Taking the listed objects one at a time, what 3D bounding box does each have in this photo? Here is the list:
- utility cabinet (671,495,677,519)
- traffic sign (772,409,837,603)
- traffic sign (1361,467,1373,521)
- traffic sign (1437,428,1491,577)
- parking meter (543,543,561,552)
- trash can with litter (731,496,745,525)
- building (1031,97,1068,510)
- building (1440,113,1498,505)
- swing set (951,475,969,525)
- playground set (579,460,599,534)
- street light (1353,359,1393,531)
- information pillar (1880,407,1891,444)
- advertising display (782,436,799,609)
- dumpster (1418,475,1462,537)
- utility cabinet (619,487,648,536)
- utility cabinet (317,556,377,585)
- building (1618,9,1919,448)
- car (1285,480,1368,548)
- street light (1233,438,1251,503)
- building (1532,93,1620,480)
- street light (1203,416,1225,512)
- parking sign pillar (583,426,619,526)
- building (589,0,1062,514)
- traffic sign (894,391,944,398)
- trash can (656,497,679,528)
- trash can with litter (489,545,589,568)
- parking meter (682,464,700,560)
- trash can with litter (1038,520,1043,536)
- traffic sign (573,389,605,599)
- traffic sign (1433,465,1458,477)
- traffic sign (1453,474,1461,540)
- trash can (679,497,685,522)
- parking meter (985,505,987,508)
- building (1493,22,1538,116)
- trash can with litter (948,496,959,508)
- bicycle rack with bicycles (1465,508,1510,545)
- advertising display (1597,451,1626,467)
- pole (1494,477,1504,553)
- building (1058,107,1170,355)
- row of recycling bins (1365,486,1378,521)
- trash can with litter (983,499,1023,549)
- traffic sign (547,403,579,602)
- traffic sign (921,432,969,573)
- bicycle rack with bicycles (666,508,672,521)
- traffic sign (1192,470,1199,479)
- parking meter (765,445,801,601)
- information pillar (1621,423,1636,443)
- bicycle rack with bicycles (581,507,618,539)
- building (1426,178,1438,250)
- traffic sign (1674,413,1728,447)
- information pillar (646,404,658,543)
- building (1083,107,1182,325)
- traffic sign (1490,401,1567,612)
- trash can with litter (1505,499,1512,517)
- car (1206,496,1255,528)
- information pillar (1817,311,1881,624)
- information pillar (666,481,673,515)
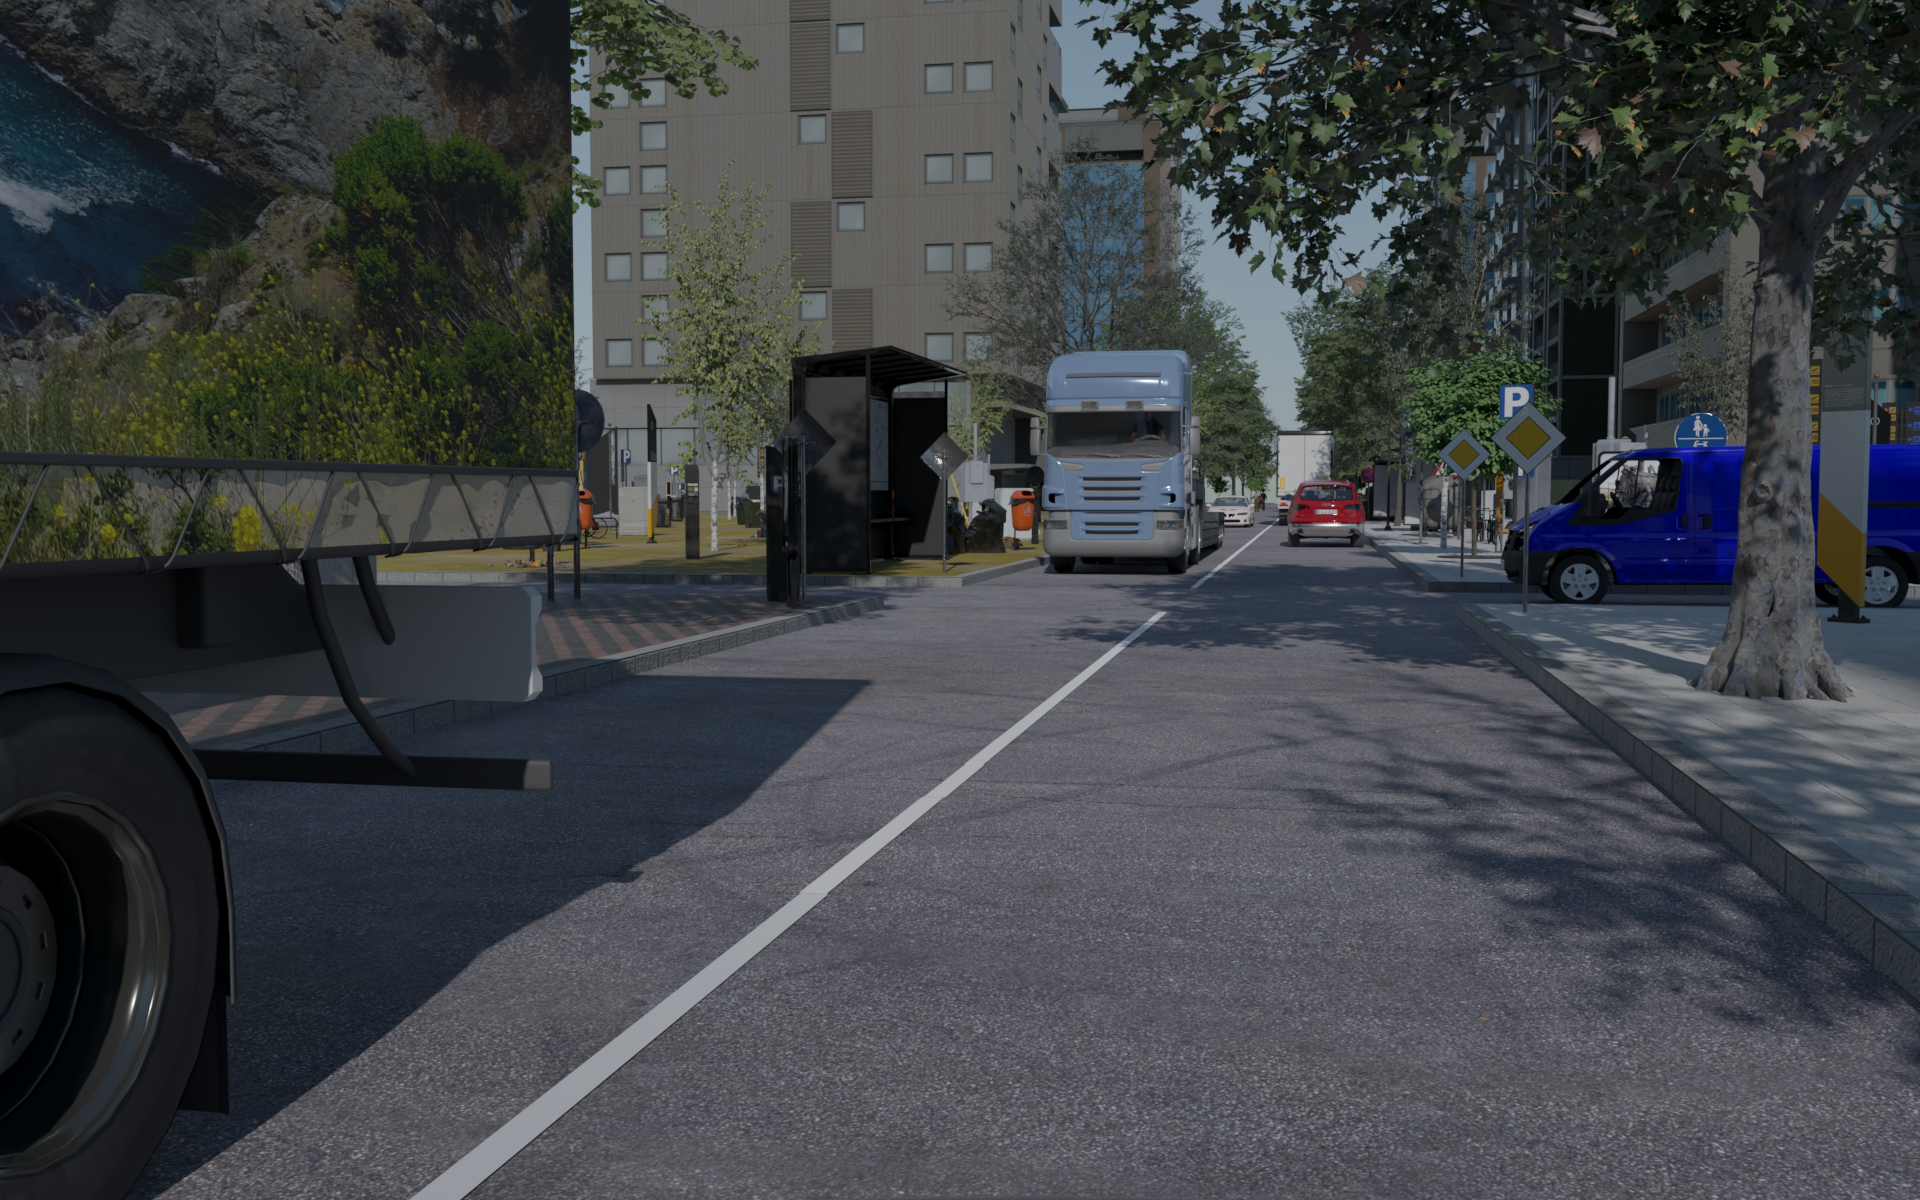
[{"bbox_3d":[-15.080,-4.904,91.339,0.306,1.237,1.020,0,4,-8],"label":"utility cabinet"},{"bbox_3d":[-1.839,-1.025,20.402,0.795,2.450,0.064,1,4,11],"label":"traffic sign"},{"bbox_3d":[19.559,-5.064,82.902,0.768,2.556,0.104,1,4,14],"label":"traffic sign"},{"bbox_3d":[7.723,-1.404,26.600,0.795,2.450,0.064,1,4,11],"label":"traffic sign"},{"bbox_3d":[-9.103,-2.014,38.636,0.399,1.863,0.255,0,4,3],"label":"parking meter"},{"bbox_3d":[-8.838,-3.701,71.895,1.055,1.170,0.624,3,5,43],"label":"trash can with litter"},{"bbox_3d":[-4.783,-27.750,145.600,32.217,40.220,23.993,1,4,11],"label":"building"},{"bbox_3d":[63.187,-33.712,201.297,14.600,45.320,14.200,1,4,11],"label":"building"},{"bbox_3d":[-1.696,-4.548,71.973,2.862,2.851,3.119,3,5,41],"label":"swing set"},{"bbox_3d":[-14.142,-4.241,56.115,5.302,4.214,5.637,1,4,10],"label":"playground set"},{"bbox_3d":[14.226,-5.327,59.644,1.470,5.913,1.316,1,4,11],"label":"street light"},{"bbox_3d":[22.419,-3.117,42.312,0.504,3.616,0.183,3,5,45],"label":"information pillar"},{"bbox_3d":[-1.938,-0.891,19.781,0.123,1.923,0.974,-1,4,-9],"label":"advertising display"},{"bbox_3d":[14.401,-2.817,51.818,1.264,1.857,1.865,1,4,11],"label":"dumpster"},{"bbox_3d":[-9.984,-2.722,53.175,1.173,1.500,0.318,3,5,40],"label":"utility cabinet"},{"bbox_3d":[-6.203,-0.367,17.156,0.306,1.237,1.020,1,4,18],"label":"utility cabinet"},{"bbox_3d":[38.312,-27.007,65.264,21.300,48.544,21.600,1,4,11],"label":"building"},{"bbox_3d":[10.145,-2.407,48.033,2.281,1.827,5.304,1,4,12],"label":"car"},{"bbox_3d":[23.291,-10.484,143.959,1.470,5.913,1.316,1,4,11],"label":"street light"},{"bbox_3d":[49.121,-41.575,118.007,20.563,71.187,20.611,1,4,11],"label":"building"},{"bbox_3d":[15.137,-8.013,103.557,1.470,5.913,1.316,1,4,11],"label":"street light"},{"bbox_3d":[-14.233,-4.900,68.593,1.447,3.967,1.447,-2,4,-31],"label":"parking sign pillar"},{"bbox_3d":[-7.775,-32.436,119.575,28.713,52.752,27.495,1,4,11],"label":"building"},{"bbox_3d":[-1.381,-2.491,34.596,2.265,3.308,0.079,1,4,17],"label":"traffic sign"},{"bbox_3d":[-11.314,-3.323,65.980,0.748,1.137,0.748,0,3,0],"label":"trash can"},{"bbox_3d":[-7.556,-1.216,30.933,1.678,1.210,2.233,-1,4,-17],"label":"trash can with litter"},{"bbox_3d":[-5.256,-1.730,33.990,0.255,1.863,0.399,-1,4,-14],"label":"parking meter"},{"bbox_3d":[1.637,-2.594,53.477,2.233,1.210,1.678,2,4,25],"label":"trash can with litter"},{"bbox_3d":[-4.672,-1.282,21.061,0.768,2.556,0.104,1,4,18],"label":"traffic sign"},{"bbox_3d":[15.090,-3.285,53.714,0.884,2.594,0.081,1,4,15],"label":"traffic sign"},{"bbox_3d":[13.984,-2.959,48.489,0.768,2.556,0.104,1,4,14],"label":"traffic sign"},{"bbox_3d":[-13.135,-4.200,80.322,0.748,1.137,0.748,0,3,0],"label":"trash can"},{"bbox_3d":[1.579,-5.299,95.044,0.372,1.533,0.369,0,3,0],"label":"parking meter"},{"bbox_3d":[55.777,-32.065,143.873,23.786,49.044,30.456,1,4,11],"label":"building"},{"bbox_3d":[-0.343,-4.327,82.138,0.624,1.170,1.055,0,4,6],"label":"trash can with litter"},{"bbox_3d":[14.254,-1.919,44.755,2.852,0.926,2.925,2,4,31],"label":"bicycle rack with bicycles"},{"bbox_3d":[10.037,-1.266,25.907,0.974,1.923,0.123,1,4,16],"label":"advertising display"},{"bbox_3d":[11.739,-2.679,37.643,0.158,3.312,0.155,0,3,0],"label":"pole"},{"bbox_3d":[17.275,-33.931,204.874,14.600,45.320,14.200,1,4,11],"label":"building"},{"bbox_3d":[20.381,-4.762,84.966,1.069,1.692,3.534,1,4,16],"label":"row of recycling bins"},{"bbox_3d":[1.015,-1.792,40.685,1.055,1.170,0.624,3,4,37],"label":"trash can with litter"},{"bbox_3d":[-4.879,-1.252,20.579,0.768,2.556,0.104,1,4,16],"label":"traffic sign"},{"bbox_3d":[-0.256,-1.504,28.229,0.795,2.450,0.064,1,4,11],"label":"traffic sign"},{"bbox_3d":[-14.751,-4.259,83.010,2.852,0.926,2.925,0,4,-1],"label":"bicycle rack with bicycles"},{"bbox_3d":[12.258,-5.600,91.659,0.768,2.556,0.104,1,4,14],"label":"traffic sign"},{"bbox_3d":[-2.113,-0.922,20.793,0.399,1.863,0.255,1,4,12],"label":"parking meter"},{"bbox_3d":[21.866,-4.001,56.775,0.504,3.616,0.183,1,4,15],"label":"information pillar"},{"bbox_3d":[-11.308,-2.232,49.878,2.925,0.926,2.852,-3,4,-38],"label":"bicycle rack with bicycles"},{"bbox_3d":[74.278,-37.735,236.575,23.786,49.044,30.456,1,4,11],"label":"building"},{"bbox_3d":[11.609,-1.657,27.201,0.768,2.556,0.104,1,4,19],"label":"traffic sign"},{"bbox_3d":[-8.014,-3.286,45.088,0.183,3.616,0.504,1,4,11],"label":"information pillar"},{"bbox_3d":[16.485,-39.865,241.035,28.713,52.752,27.495,1,4,11],"label":"building"},{"bbox_3d":[6.140,-0.925,18.773,0.795,2.450,0.064,1,4,11],"label":"traffic sign"},{"bbox_3d":[30.402,-5.232,96.937,0.624,1.170,1.055,-1,4,-14],"label":"trash can with litter"},{"bbox_3d":[11.794,-3.854,75.371,2.083,1.381,4.827,1,4,12],"label":"car"},{"bbox_3d":[8.845,-1.586,17.283,0.183,3.616,0.504,-2,4,-30],"label":"information pillar"},{"bbox_3d":[-16.597,-5.780,98.996,0.304,2.012,0.304,0,4,8],"label":"information pillar"}]
